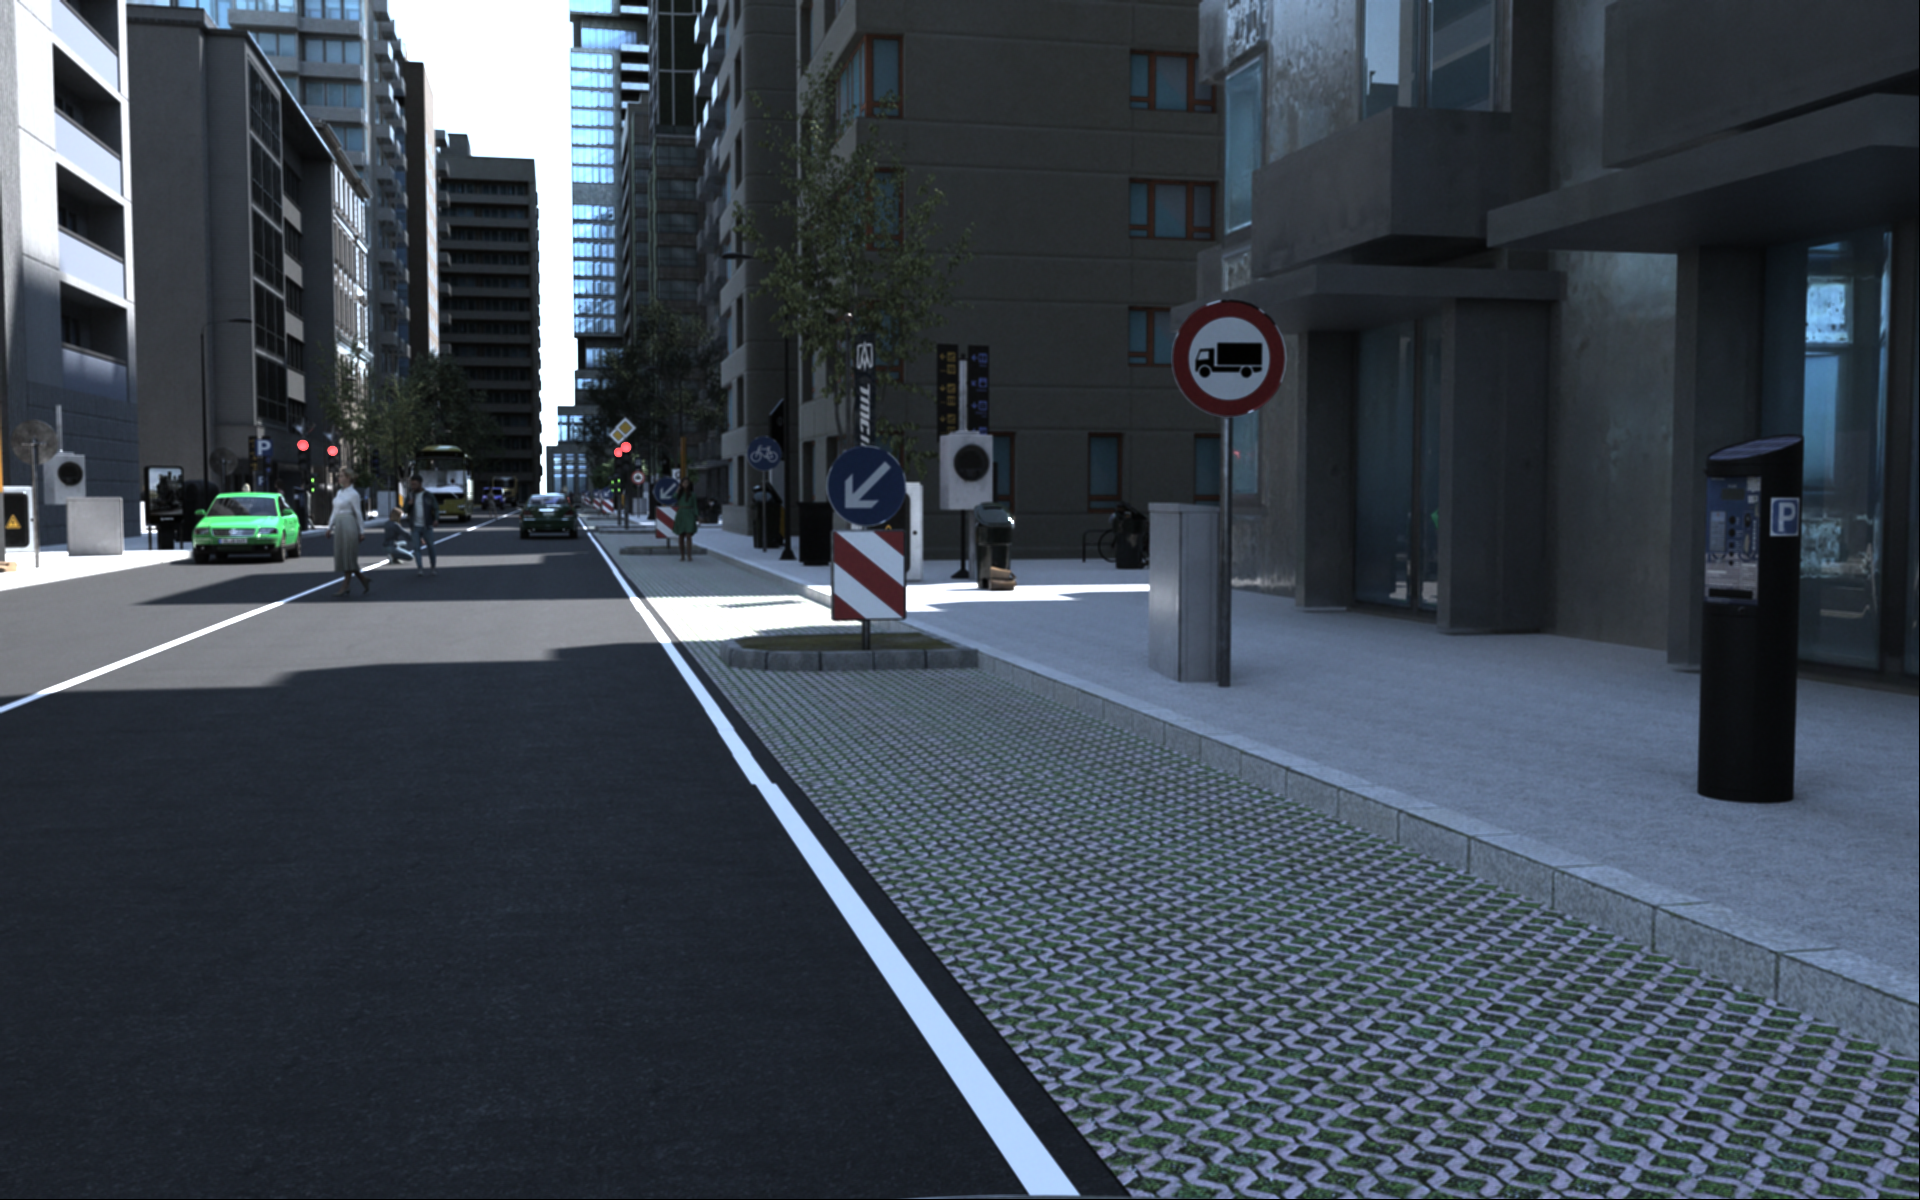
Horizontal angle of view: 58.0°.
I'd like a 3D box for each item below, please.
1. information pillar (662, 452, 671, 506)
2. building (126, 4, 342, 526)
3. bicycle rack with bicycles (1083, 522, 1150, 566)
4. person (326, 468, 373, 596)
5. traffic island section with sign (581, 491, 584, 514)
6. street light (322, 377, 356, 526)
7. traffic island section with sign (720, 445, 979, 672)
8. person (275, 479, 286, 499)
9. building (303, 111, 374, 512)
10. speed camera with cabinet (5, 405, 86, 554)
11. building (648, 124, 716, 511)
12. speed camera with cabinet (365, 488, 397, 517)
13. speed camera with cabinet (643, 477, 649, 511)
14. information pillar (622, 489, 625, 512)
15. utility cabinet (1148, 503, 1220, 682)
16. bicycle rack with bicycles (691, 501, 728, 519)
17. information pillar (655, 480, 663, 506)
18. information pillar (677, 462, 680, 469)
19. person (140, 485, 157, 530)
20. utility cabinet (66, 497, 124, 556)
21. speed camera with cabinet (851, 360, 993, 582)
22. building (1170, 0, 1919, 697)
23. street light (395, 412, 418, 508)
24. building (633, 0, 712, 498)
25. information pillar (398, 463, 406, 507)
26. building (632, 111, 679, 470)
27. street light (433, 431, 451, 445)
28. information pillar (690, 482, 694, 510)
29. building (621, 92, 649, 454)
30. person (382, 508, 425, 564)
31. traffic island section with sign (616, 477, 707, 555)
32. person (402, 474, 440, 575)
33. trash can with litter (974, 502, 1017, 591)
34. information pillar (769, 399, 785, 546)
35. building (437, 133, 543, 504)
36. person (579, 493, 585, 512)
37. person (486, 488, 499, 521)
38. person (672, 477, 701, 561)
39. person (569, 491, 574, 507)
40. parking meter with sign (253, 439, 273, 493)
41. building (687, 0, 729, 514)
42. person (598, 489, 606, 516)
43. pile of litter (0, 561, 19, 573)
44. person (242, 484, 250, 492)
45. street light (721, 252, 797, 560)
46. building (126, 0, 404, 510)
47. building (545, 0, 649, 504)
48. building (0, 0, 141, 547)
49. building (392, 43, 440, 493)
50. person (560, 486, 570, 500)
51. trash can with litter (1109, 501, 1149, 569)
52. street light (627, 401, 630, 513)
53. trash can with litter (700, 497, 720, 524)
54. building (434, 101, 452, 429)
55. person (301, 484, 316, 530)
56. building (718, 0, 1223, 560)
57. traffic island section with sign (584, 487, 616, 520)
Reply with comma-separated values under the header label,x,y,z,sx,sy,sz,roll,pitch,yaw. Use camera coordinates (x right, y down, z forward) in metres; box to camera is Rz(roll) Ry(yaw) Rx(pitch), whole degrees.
label,x,y,z,sx,sy,sz,roll,pitch,yaw
information pillar,-16.241,-6.391,95.840,0.504,3.616,0.183,1,4,17
building,-39.120,-16.145,83.042,14.314,24.678,30.058,-1,4,-13
bicycle rack with bicycles,3.746,-1.155,32.260,2.925,0.926,2.852,-2,4,-30
person,-8.622,-0.965,24.509,0.641,1.798,0.478,-3,5,-44
traffic island section with sign,-25.588,-6.913,121.649,1.989,1.847,2.006,-1,4,-13
street light,-24.699,-5.895,68.919,1.470,5.913,1.316,-1,4,-13
traffic island section with sign,-1.032,-0.382,14.876,1.989,1.847,2.006,-1,4,-13
person,-17.904,-2.262,45.501,0.388,1.821,0.555,-2,4,-33
building,-44.882,-19.121,109.886,12.463,27.353,25.104,-1,4,-13
speed camera with cabinet,-20.303,-2.666,37.919,0.660,3.252,2.038,3,4,37
building,-17.689,-22.517,139.847,14.160,30.474,14.107,-1,4,-13
speed camera with cabinet,-32.543,-6.257,96.635,2.038,3.252,0.660,-1,4,-10
speed camera with cabinet,-24.073,-8.504,133.373,0.660,3.252,2.038,-1,4,-8
information pillar,-23.930,-8.083,123.509,0.183,3.616,0.504,3,4,37
utility cabinet,1.586,-0.068,12.281,0.306,1.237,1.020,0,4,-6
bicycle rack with bicycles,-13.058,-4.660,89.580,2.925,0.926,2.852,2,4,35
information pillar,-15.595,-5.212,89.707,0.304,2.012,0.304,-2,4,-25
information pillar,-20.590,-8.316,127.322,0.504,3.616,0.183,-3,4,-37
person,-30.162,-3.452,65.154,1.509,1.804,0.699,0,4,-7
utility cabinet,-17.938,-1.515,35.930,1.020,1.237,0.306,-1,4,-22
speed camera with cabinet,-0.569,-1.897,25.350,2.038,3.252,0.660,-1,4,-16
building,15.698,-23.998,11.982,23.786,49.044,30.456,-1,4,-13
street light,-31.449,-7.691,98.292,1.470,5.913,1.316,-1,4,-13
building,-22.118,-44.855,171.636,20.563,71.187,20.611,-1,4,-13
information pillar,-38.985,-7.936,121.109,0.504,3.616,0.183,-2,4,-27
building,-28.661,-30.955,189.703,14.154,41.232,14.086,-1,4,-13
street light,-38.072,-9.462,127.252,1.470,5.913,1.316,-1,4,-13
information pillar,-16.299,-6.130,104.719,0.304,2.012,0.304,-3,5,-44
building,-29.162,-35.715,207.638,21.300,48.544,21.600,-1,4,-13
person,-11.590,-1.330,35.741,0.738,1.151,1.012,-3,5,-41
traffic island section with sign,-7.106,-1.998,41.292,1.989,1.847,2.006,-1,4,-13
person,-9.537,-1.334,30.659,0.623,1.781,0.721,-1,4,-19
trash can with litter,0.553,-0.731,23.347,0.624,1.170,1.055,-1,4,-13
information pillar,-4.494,-3.132,42.571,0.183,3.616,0.504,3,4,36
building,-68.042,-37.397,235.144,21.600,48.544,21.300,-1,4,-13
person,-29.875,-7.713,137.202,0.503,1.515,0.523,2,4,32
person,-25.260,-5.183,93.576,0.599,1.781,0.374,1,4,21
person,-5.833,-1.720,36.873,0.600,1.795,0.529,-1,4,-16
person,-42.192,-10.970,188.303,0.568,1.767,0.683,2,4,27
parking meter with sign,-22.452,-3.637,55.721,0.543,3.016,1.738,-2,4,-27
building,-5.145,-30.063,111.143,23.786,49.044,30.456,-1,4,-13
person,-23.311,-6.363,112.763,0.641,1.798,0.478,3,4,36
pile of litter,-16.210,-0.895,28.596,1.176,0.858,1.719,-2,4,-32
person,-25.672,-3.274,62.213,0.537,1.800,0.526,-1,4,-15
street light,-3.896,-3.733,33.584,1.470,5.913,1.316,-1,4,-13
building,-60.788,-32.576,152.221,23.786,49.044,30.456,-1,4,-13
building,-41.841,-56.690,239.547,31.000,86.520,22.319,-1,4,-13
building,-37.499,-30.661,43.299,28.212,58.520,21.231,-1,4,-13
building,-60.525,-32.119,175.261,14.600,45.320,14.200,-1,4,-13
person,-17.719,-4.218,77.650,0.537,1.800,0.526,1,4,12
trash can with litter,3.128,-1.127,29.822,1.055,1.170,0.624,-1,4,-13
street light,-16.026,-6.959,86.326,1.470,5.913,1.316,-1,4,-13
trash can with litter,-10.844,-3.867,74.614,1.055,1.170,0.624,3,4,38
building,-73.750,-35.264,196.168,30.456,49.044,23.786,-1,4,-13
person,-25.082,-3.526,66.246,0.767,1.812,0.694,0,4,3
building,8.288,-12.518,49.709,27.650,21.520,28.899,-1,4,-13
traffic island section with sign,-19.455,-5.283,95.005,1.989,1.847,2.006,-1,4,-13
